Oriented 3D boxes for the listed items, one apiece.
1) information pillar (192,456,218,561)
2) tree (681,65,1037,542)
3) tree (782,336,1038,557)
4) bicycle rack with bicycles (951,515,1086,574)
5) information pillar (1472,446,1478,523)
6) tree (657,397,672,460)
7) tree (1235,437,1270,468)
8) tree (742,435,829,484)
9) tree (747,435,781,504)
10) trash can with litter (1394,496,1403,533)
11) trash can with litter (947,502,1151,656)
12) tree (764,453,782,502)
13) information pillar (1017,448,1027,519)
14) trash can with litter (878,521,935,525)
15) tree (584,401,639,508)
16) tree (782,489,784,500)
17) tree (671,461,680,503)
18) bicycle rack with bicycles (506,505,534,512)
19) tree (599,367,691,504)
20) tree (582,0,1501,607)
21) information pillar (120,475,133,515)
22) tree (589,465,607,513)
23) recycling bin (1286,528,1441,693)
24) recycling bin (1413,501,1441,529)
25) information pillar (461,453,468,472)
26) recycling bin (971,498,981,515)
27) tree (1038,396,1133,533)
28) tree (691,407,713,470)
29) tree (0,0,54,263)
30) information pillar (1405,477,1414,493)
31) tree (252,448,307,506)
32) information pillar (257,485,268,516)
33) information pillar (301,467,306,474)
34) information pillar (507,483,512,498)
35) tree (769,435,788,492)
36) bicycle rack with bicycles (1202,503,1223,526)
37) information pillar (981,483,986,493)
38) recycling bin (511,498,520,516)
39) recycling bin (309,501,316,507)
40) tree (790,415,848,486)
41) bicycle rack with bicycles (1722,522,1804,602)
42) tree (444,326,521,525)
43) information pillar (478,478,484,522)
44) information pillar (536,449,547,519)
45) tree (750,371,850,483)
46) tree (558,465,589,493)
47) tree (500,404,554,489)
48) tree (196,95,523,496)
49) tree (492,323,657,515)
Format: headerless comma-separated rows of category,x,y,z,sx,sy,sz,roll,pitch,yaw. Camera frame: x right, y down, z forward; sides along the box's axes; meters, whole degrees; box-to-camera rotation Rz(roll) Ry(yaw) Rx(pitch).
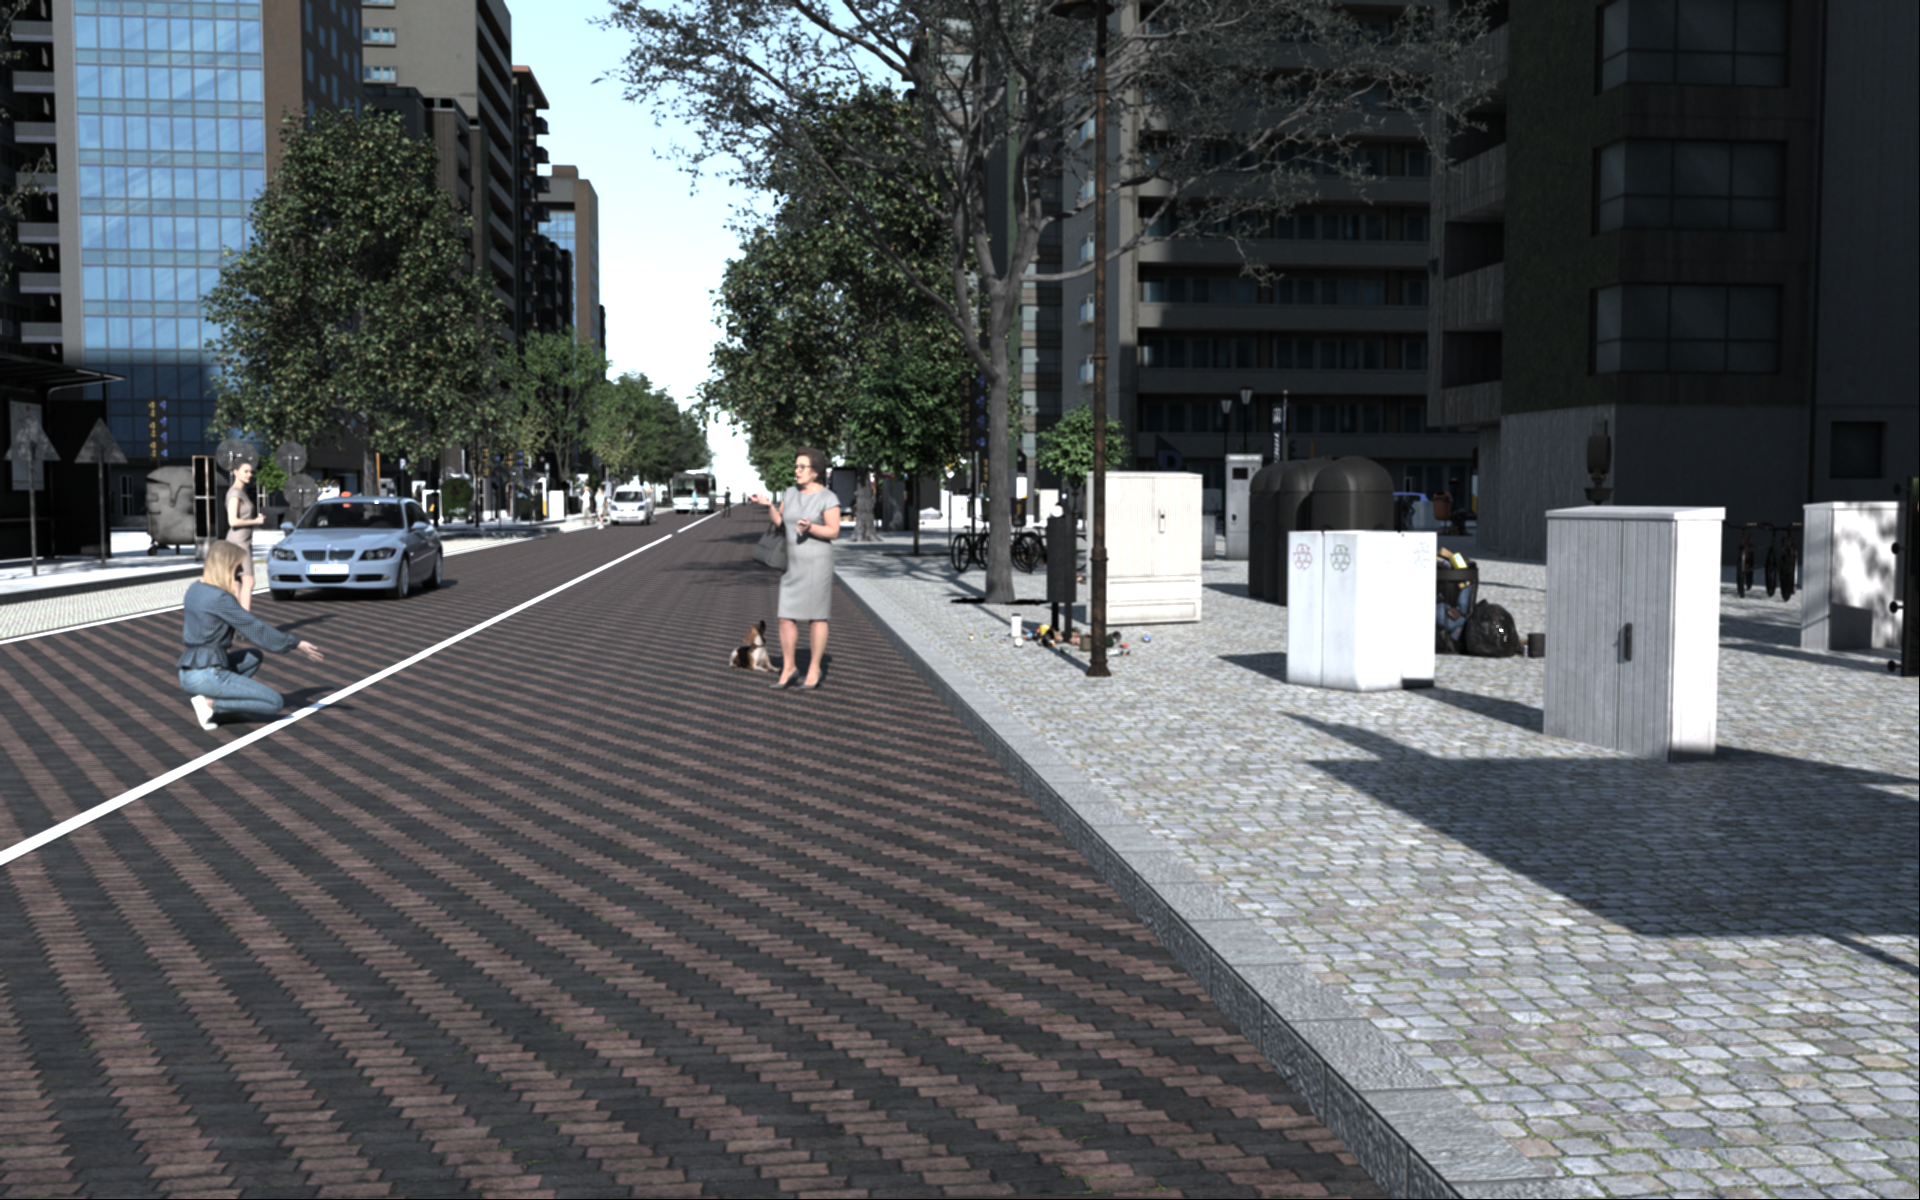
information pillar,-14.504,-1.761,33.289,0.304,2.012,0.304,0,4,7
tree,-2.698,-7.925,46.585,9.611,12.733,9.660,0,3,0
tree,-0.921,-3.202,36.061,4.285,4.588,4.351,0,3,0
bicycle rack with bicycles,1.022,-0.959,29.058,2.925,0.926,2.852,-3,5,-39
information pillar,22.692,-5.167,75.831,0.504,3.616,0.183,2,4,25
tree,-30.073,-14.084,156.029,9.928,11.665,9.643,0,3,0
tree,9.566,-3.889,58.191,1.663,3.219,1.824,0,3,0
tree,-15.788,-15.659,162.683,9.857,13.997,8.962,0,3,0
tree,-24.777,-18.684,231.236,9.928,11.665,9.643,0,3,0
trash can with litter,12.928,-2.456,51.209,1.678,1.210,2.233,0,4,1
trash can with litter,0.851,-0.225,14.733,1.678,1.210,2.233,-1,4,-10
tree,-11.067,-7.923,113.256,4.285,4.588,4.351,0,3,0
information pillar,3.109,-5.883,87.545,0.504,3.616,0.183,1,4,16
trash can with litter,-2.170,-3.741,72.228,2.233,1.210,1.678,1,4,21
tree,-27.921,-11.477,138.011,4.737,8.622,4.395,0,3,0
tree,-18.908,-20.315,188.040,12.611,20.169,13.585,0,3,0
tree,-38.372,-17.254,232.463,4.360,8.622,3.978,0,3,0
bicycle rack with bicycles,-28.534,-6.120,113.439,2.852,0.926,2.925,3,4,37
tree,-31.691,-16.264,172.564,9.857,13.997,8.962,0,3,0
tree,0.387,-6.693,19.801,12.009,13.543,11.850,0,3,0
information pillar,-32.712,-3.884,67.999,0.304,2.012,0.304,0,4,1
tree,-24.629,-7.443,116.296,1.663,3.219,1.824,0,3,0
recycling bin,2.684,0.058,11.602,0.722,1.027,0.722,-2,4,-33
recycling bin,16.697,-3.020,61.926,0.722,1.027,0.722,-1,4,-19
information pillar,-28.282,-6.582,98.967,0.504,3.616,0.183,2,4,31
recycling bin,0.803,-5.614,104.349,0.722,1.027,0.722,3,4,38
tree,4.263,-4.561,58.286,4.285,4.588,4.351,0,3,0
tree,-36.383,-18.958,216.621,9.857,13.997,8.962,0,3,0
tree,-14.171,-4.445,23.044,4.360,8.622,3.978,0,3,0
information pillar,19.431,-4.308,74.921,0.304,2.012,0.304,3,5,40
tree,-27.108,-4.528,68.635,1.663,3.219,1.824,0,3,0
information pillar,-28.803,-4.103,71.576,0.304,2.012,0.304,1,4,11
information pillar,-30.031,-5.376,79.248,0.183,3.616,0.504,0,4,-8
information pillar,-30.898,-6.988,118.751,0.304,2.012,0.304,-2,4,-27
tree,-21.324,-15.641,206.084,4.737,8.622,4.395,0,3,0
bicycle rack with bicycles,11.003,-3.459,69.935,2.925,0.926,2.852,2,4,27
information pillar,1.601,-6.997,118.887,0.304,2.012,0.304,-1,4,-12
recycling bin,-26.250,-5.530,102.972,0.722,1.027,0.722,2,4,25
recycling bin,-33.051,-4.596,87.697,0.722,1.027,0.722,-3,5,-41
tree,-7.056,-8.412,87.901,4.360,8.622,3.978,0,3,0
bicycle rack with bicycles,10.669,-0.495,21.478,2.852,0.926,2.925,3,4,36
tree,-19.731,-7.345,70.453,4.360,8.622,3.978,0,3,0
information pillar,-22.187,-4.613,79.913,0.304,2.012,0.304,2,4,30
information pillar,-21.441,-5.949,88.626,0.504,3.616,0.183,-1,4,-19
tree,-11.229,-12.453,121.726,7.486,12.596,7.792,0,3,0
tree,-25.612,-7.308,114.094,1.663,3.219,1.824,0,3,0
tree,-32.587,-10.958,129.526,4.737,8.622,4.395,0,3,0
tree,-17.285,-8.150,50.255,9.611,12.733,9.660,0,3,0
tree,-24.453,-11.051,106.434,9.928,11.665,9.643,0,3,0
